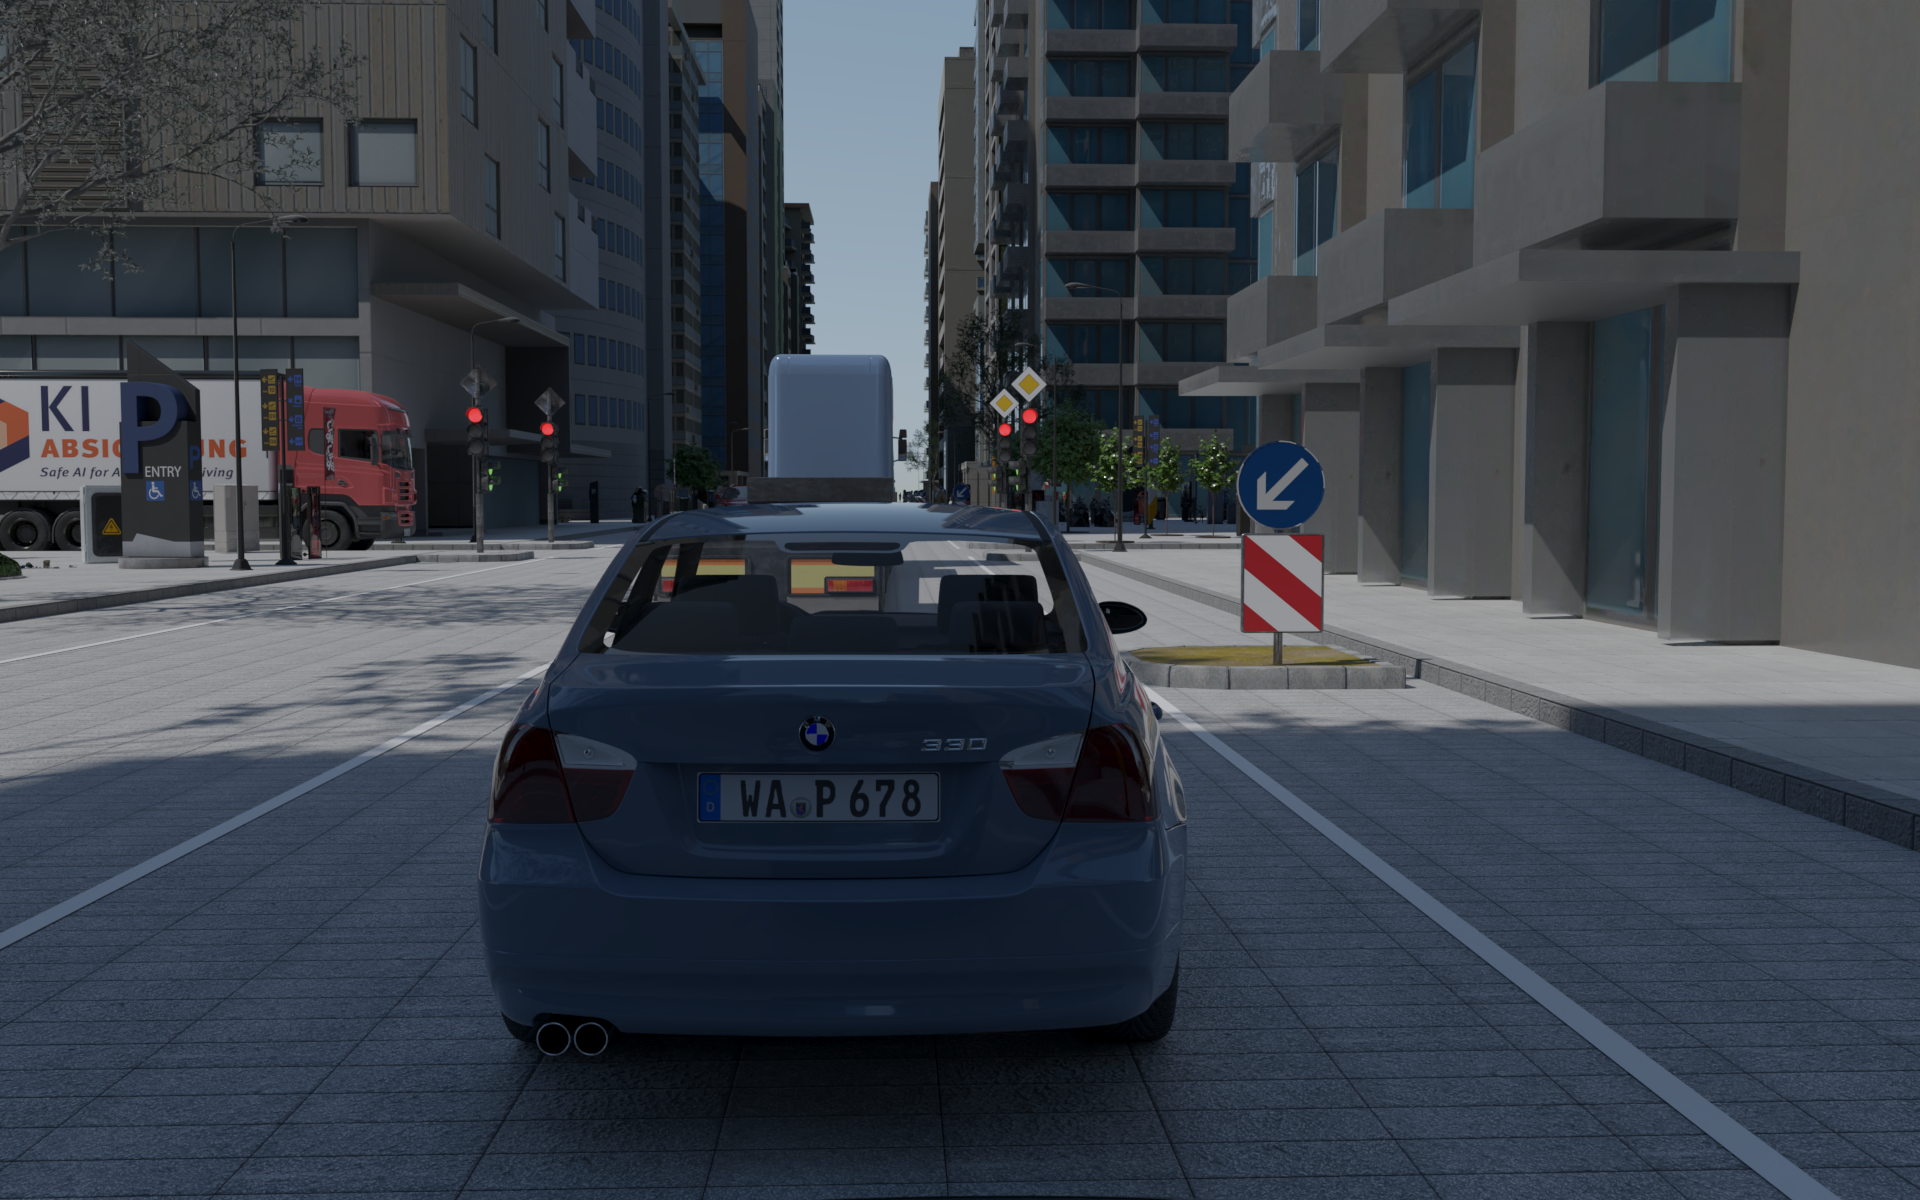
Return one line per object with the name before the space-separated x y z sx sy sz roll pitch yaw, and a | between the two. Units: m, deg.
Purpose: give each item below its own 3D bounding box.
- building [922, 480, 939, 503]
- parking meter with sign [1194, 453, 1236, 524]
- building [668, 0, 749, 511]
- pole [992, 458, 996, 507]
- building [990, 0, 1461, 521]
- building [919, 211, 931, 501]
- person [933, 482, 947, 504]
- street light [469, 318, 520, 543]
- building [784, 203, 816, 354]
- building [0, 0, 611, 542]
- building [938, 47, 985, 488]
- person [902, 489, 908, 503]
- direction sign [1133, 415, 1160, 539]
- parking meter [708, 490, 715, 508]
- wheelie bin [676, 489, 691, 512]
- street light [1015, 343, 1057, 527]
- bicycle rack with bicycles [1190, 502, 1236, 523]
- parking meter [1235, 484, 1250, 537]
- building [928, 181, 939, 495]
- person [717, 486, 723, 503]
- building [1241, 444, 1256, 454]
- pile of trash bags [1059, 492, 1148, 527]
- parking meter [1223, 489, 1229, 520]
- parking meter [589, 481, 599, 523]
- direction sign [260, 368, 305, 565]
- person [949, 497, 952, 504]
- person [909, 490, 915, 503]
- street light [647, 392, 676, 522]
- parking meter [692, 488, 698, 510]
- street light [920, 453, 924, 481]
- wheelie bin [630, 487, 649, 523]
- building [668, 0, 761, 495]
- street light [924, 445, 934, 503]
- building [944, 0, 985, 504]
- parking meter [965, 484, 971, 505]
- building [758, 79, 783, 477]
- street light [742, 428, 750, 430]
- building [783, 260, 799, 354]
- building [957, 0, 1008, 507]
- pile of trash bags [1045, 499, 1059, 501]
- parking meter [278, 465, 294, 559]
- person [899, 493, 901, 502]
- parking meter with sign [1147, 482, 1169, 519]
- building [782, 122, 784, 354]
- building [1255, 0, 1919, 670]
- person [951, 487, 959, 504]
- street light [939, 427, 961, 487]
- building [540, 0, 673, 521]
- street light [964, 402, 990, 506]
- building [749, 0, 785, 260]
building | 11.327 -32.485 223.017 32.217 40.220 23.993 0 4 -2
parking meter with sign | 10.901 -4.748 73.893 1.738 3.016 0.543 0 4 -1
building | -32.828 -26.926 132.121 32.217 40.220 23.993 0 4 -2
pole | 1.819 -6.040 92.589 0.158 3.312 0.155 0 3 0
building | 13.395 -29.681 104.886 23.786 49.044 30.456 0 4 -2
building | 5.708 -39.461 264.798 23.786 49.044 30.456 0 4 -2
person | -0.736 -3.088 58.899 0.656 1.842 0.836 1 4 16
street light | -12.277 -4.474 45.699 1.470 5.913 1.316 0 4 -2
building | -32.468 -36.578 252.681 22.147 44.769 28.867 0 4 -2
building | -27.373 -28.605 56.930 28.713 52.752 27.495 0 4 -2
building | 8.650 -34.366 185.583 21.300 48.544 21.600 0 4 -2
person | -3.892 -6.759 119.603 0.643 1.750 0.593 1 4 8
direction sign | 5.352 -3.538 49.844 0.876 3.537 0.379 3 4 38
parking meter | -14.724 -5.767 102.704 0.372 1.533 0.369 0 3 0
wheelie bin | -18.240 -6.500 114.184 0.980 1.594 0.693 -1 4 -14
street light | 2.386 -4.943 53.361 1.470 5.913 1.316 0 4 -2
bicycle rack with bicycles | 12.039 -3.877 76.764 2.852 0.926 2.925 -3 5 -41
parking meter | 8.550 -2.852 52.335 0.399 1.863 0.255 -1 4 -19
building | 2.636 -36.191 241.837 14.600 45.320 14.200 0 4 -2
person | -10.504 -4.144 76.429 0.526 1.800 0.537 1 4 23
building | 24.622 -24.650 57.654 28.867 44.769 22.147 0 4 -2
pile of trash bags | 5.808 -3.532 67.505 3.447 1.369 1.912 1 4 11
parking meter | 13.015 -4.688 85.061 0.372 1.533 0.369 0 3 0
parking meter | -16.003 -4.282 75.717 0.399 1.863 0.255 0 4 -1
direction sign | -12.237 -2.407 31.346 0.876 3.537 0.379 1 4 15
person | -0.472 -4.642 88.652 0.590 1.304 0.306 -3 5 -43
person | -3.373 -6.853 121.542 0.512 1.701 0.522 0 4 0
street light | -13.683 -6.528 79.276 1.470 5.913 1.316 0 4 -2
parking meter | -17.122 -6.487 111.768 0.255 1.863 0.399 -3 4 -37
street light | -3.734 -13.723 196.913 1.470 5.913 1.316 0 4 -2
wheelie bin | -14.026 -4.161 75.937 0.693 1.594 0.980 0 4 4
building | -24.980 -30.658 151.372 14.600 45.320 14.200 0 4 -2
street light | -2.359 -11.652 163.058 1.470 5.913 1.316 0 4 -2
building | 10.159 -51.715 158.213 22.319 86.520 31.000 0 4 -2
parking meter | 0.458 -5.750 99.726 0.255 1.863 0.399 -1 4 -10
building | -24.820 -29.482 165.633 14.154 41.232 14.086 0 4 -2
street light | -15.538 -9.164 122.365 1.470 5.913 1.316 0 4 -2
building | -26.952 -26.886 211.292 14.160 30.474 14.107 0 4 -2
building | 10.476 -42.479 132.782 20.563 71.187 20.611 0 4 -2
pile of trash bags | 3.731 -4.311 80.244 1.912 1.369 3.447 -1 4 -18
parking meter | -13.285 -1.741 34.173 0.255 1.863 0.399 -2 4 -29
person | -8.661 -14.707 250.427 0.415 1.643 0.593 1 4 20
parking meter with sign | 9.969 -5.727 89.899 1.738 3.016 0.543 -1 4 -15
building | -25.723 -30.341 179.666 14.154 41.232 14.086 0 4 -2
building | 16.109 -24.593 21.710 23.786 49.044 30.456 0 4 -2
person | -0.233 -4.602 84.290 0.362 1.759 0.519 2 4 27
street light | -0.500 -9.060 120.677 1.470 5.913 1.316 0 4 -2
building | -27.903 -33.673 92.550 21.231 58.520 28.212 0 4 -2
street light | 0.917 -7.008 87.123 1.470 5.913 1.316 0 4 -2
building | -31.328 -48.254 227.208 20.563 71.187 20.611 0 4 -2
